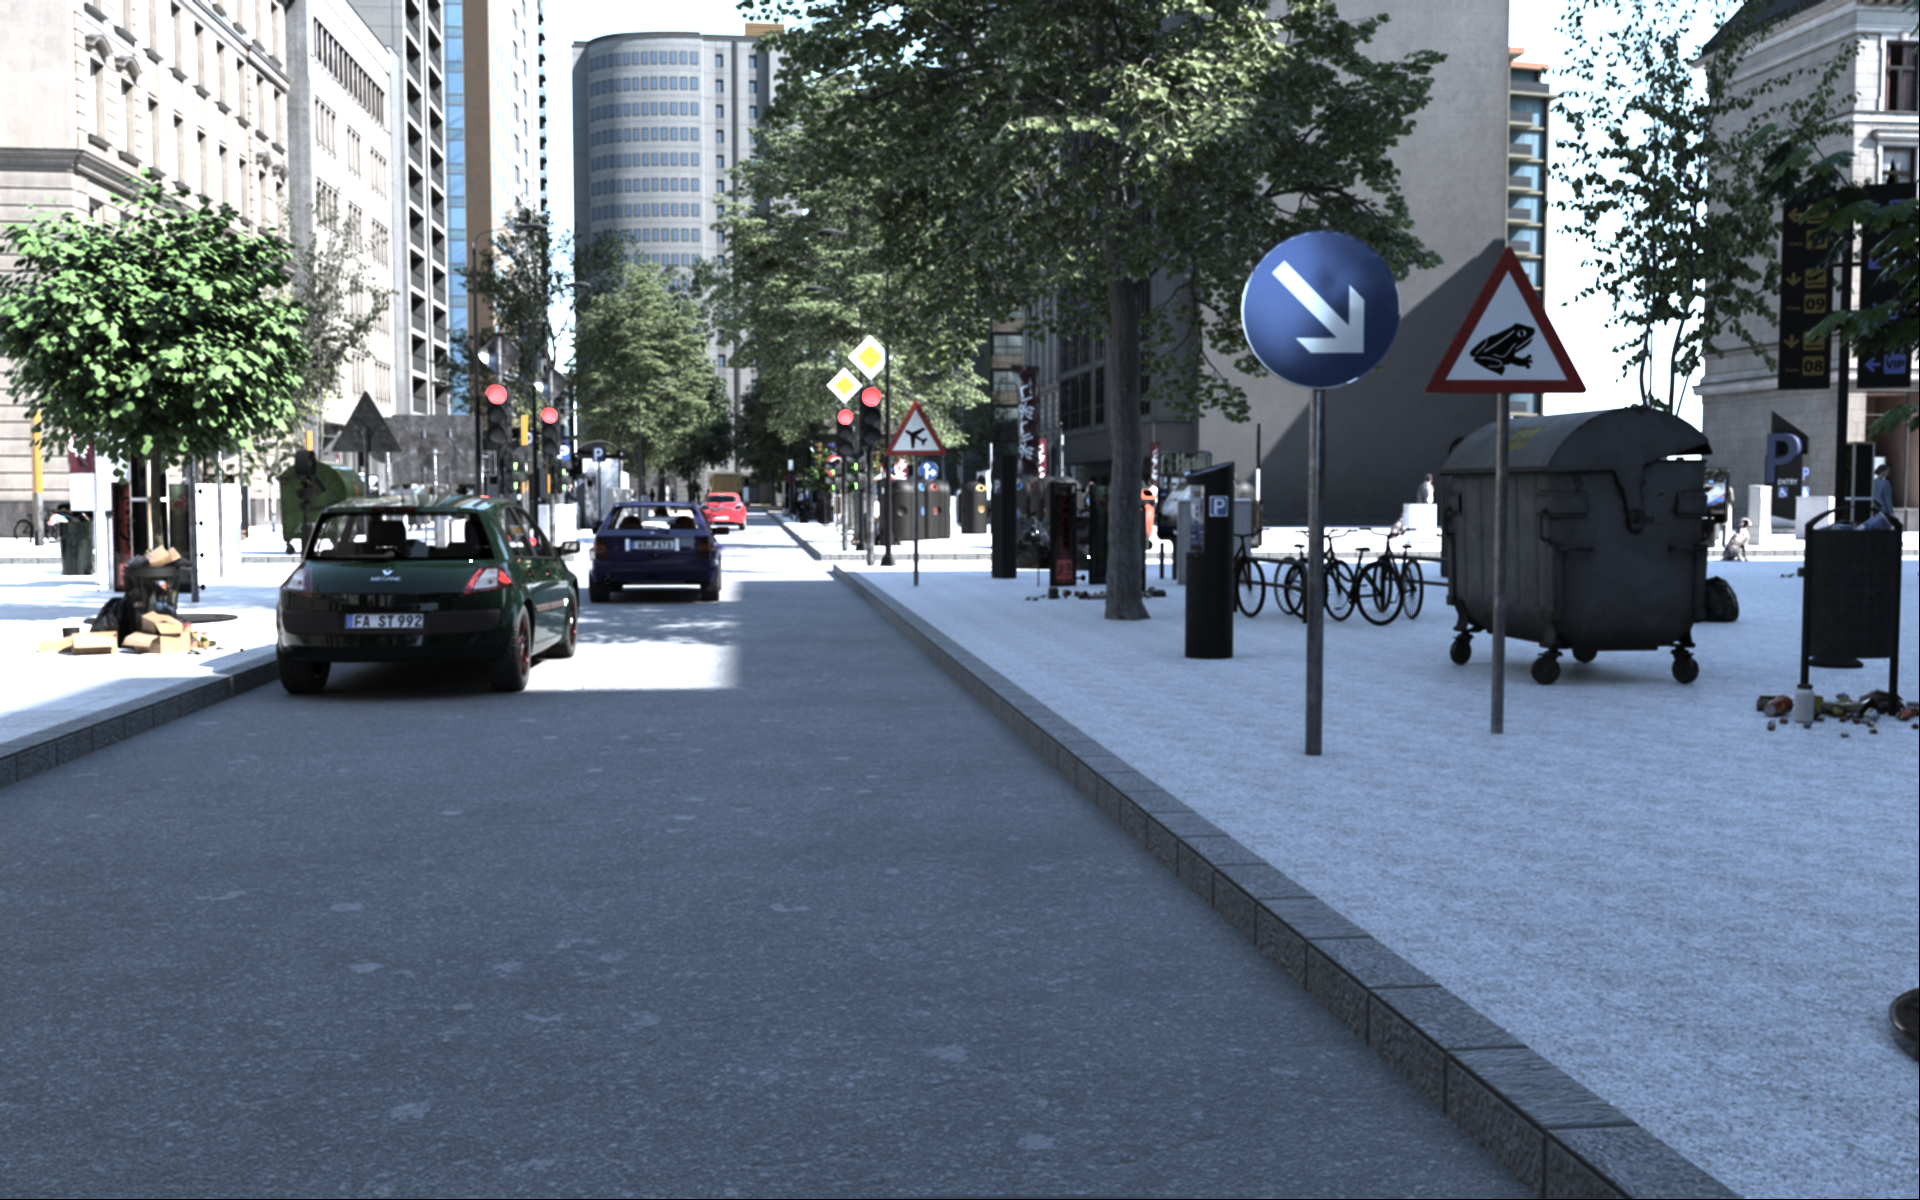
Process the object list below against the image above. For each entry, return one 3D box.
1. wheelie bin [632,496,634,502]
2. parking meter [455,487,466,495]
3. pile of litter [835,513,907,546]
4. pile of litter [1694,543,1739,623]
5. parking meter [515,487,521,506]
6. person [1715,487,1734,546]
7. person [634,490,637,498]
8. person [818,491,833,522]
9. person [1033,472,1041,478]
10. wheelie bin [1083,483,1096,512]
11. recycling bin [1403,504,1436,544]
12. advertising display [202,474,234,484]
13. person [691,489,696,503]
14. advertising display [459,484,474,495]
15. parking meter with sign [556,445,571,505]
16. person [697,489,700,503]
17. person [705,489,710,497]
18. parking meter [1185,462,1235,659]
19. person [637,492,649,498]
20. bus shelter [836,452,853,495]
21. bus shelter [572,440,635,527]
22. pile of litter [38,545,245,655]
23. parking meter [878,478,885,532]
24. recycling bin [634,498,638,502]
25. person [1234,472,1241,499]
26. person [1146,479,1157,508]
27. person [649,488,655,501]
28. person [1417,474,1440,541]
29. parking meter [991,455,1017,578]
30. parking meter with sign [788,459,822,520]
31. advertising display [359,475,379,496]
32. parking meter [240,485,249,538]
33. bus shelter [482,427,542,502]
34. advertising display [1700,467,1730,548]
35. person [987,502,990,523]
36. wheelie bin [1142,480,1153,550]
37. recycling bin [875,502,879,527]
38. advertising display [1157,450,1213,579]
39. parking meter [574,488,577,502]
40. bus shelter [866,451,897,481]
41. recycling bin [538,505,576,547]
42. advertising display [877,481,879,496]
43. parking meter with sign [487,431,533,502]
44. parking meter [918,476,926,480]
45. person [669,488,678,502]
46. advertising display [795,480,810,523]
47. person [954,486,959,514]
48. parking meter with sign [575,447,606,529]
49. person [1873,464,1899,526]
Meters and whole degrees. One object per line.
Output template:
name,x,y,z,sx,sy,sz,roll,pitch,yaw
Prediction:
wheelie bin,-15.098,-4.293,78.098,0.693,1.594,0.980,0,4,-2
parking meter,-17.501,-3.202,60.766,0.372,1.533,0.369,0,3,0
pile of litter,-2.214,-1.784,43.133,1.719,0.858,1.176,1,4,18
pile of litter,7.146,-0.222,17.601,1.719,0.858,1.176,0,4,-4
parking meter,-13.512,-2.743,53.254,0.372,1.533,0.369,0,3,0
person,18.984,-2.232,43.079,0.519,1.759,0.362,2,4,34
person,-33.011,-10.305,175.329,0.445,1.727,0.742,1,4,15
person,-6.173,-4.479,79.238,0.622,1.834,0.822,-2,4,-24
person,2.001,-2.308,43.585,0.447,1.846,0.655,2,4,27
wheelie bin,3.740,-2.530,49.271,0.693,1.594,0.980,-1,4,-9
recycling bin,11.835,-1.961,44.608,0.722,1.027,0.722,0,4,4
advertising display,-24.069,-3.122,56.258,0.974,1.923,0.123,0,4,-4
person,-26.790,-10.216,173.607,0.617,1.759,0.750,0,4,4
advertising display,-25.780,-5.225,90.641,0.974,1.923,0.123,1,4,21
parking meter with sign,-14.017,-3.948,60.805,0.543,3.016,1.738,0,4,-6
person,-25.722,-10.057,170.484,0.705,1.823,1.348,-1,4,-16
person,-19.693,-7.781,135.705,0.705,1.826,1.348,1,4,20
parking meter,1.962,-0.318,13.603,0.372,1.533,0.369,0,3,0
person,-29.156,-9.394,159.640,1.348,1.822,0.705,-3,5,-45
bus shelter,-6.384,-6.634,99.757,1.731,3.624,6.357,0,4,-7
bus shelter,-13.892,-4.515,67.746,2.014,3.302,5.546,0,4,-7
pile of litter,-6.731,-0.012,14.161,1.719,0.858,1.176,2,4,28
parking meter,-2.468,-3.091,56.251,0.399,1.863,0.255,0,4,-6
recycling bin,-19.995,-5.879,108.680,0.722,1.027,0.722,3,4,37
person,6.798,-2.304,43.492,0.755,1.850,0.659,2,4,34
person,6.712,-3.387,61.516,0.679,1.850,0.850,1,4,17
person,-31.977,-10.646,179.743,0.705,1.869,1.348,1,4,21
person,12.821,-2.537,47.619,0.850,1.850,0.679,0,4,1
parking meter,0.670,-1.270,26.471,0.255,1.863,0.399,-2,4,-29
parking meter with sign,-7.809,-5.589,87.647,1.738,3.016,0.543,-3,4,-36
advertising display,-20.042,-3.242,58.223,0.974,1.923,0.123,-2,4,-33
parking meter,-20.792,-2.551,50.116,0.372,1.533,0.369,0,3,0
bus shelter,-16.119,-4.376,62.830,1.731,3.624,6.357,0,4,-7
advertising display,17.860,-2.210,41.348,0.123,1.923,0.974,-3,4,-37
person,1.052,-4.247,75.386,0.836,1.842,0.656,-3,5,-42
wheelie bin,3.947,-1.927,39.410,0.980,1.594,0.693,-3,5,-42
recycling bin,-2.881,-2.751,57.533,0.722,1.027,0.722,3,4,36
advertising display,3.358,-1.267,25.934,0.123,1.923,0.974,-3,5,-43
parking meter,-15.439,-3.721,69.249,0.372,1.533,0.369,0,3,0
bus shelter,-4.319,-6.116,91.285,1.731,3.624,6.357,0,4,-7
recycling bin,-9.672,-1.767,41.453,0.722,1.027,0.722,-3,4,-38
advertising display,-5.146,-6.126,105.373,0.974,1.923,0.123,1,4,13
parking meter with sign,-12.743,-3.170,48.084,1.738,3.016,0.543,1,4,13
parking meter,-1.253,-3.066,55.842,0.255,1.863,0.399,1,4,10
person,-26.047,-9.236,157.033,1.348,1.826,0.705,3,5,42
advertising display,-7.092,-4.444,77.873,0.123,1.923,0.974,2,4,32
person,-0.278,-6.173,107.312,0.444,1.785,0.601,1,4,13
parking meter with sign,-13.729,-4.115,63.535,0.543,3.016,1.738,2,4,25
person,16.758,-1.564,31.634,0.654,1.822,0.581,0,4,-2
